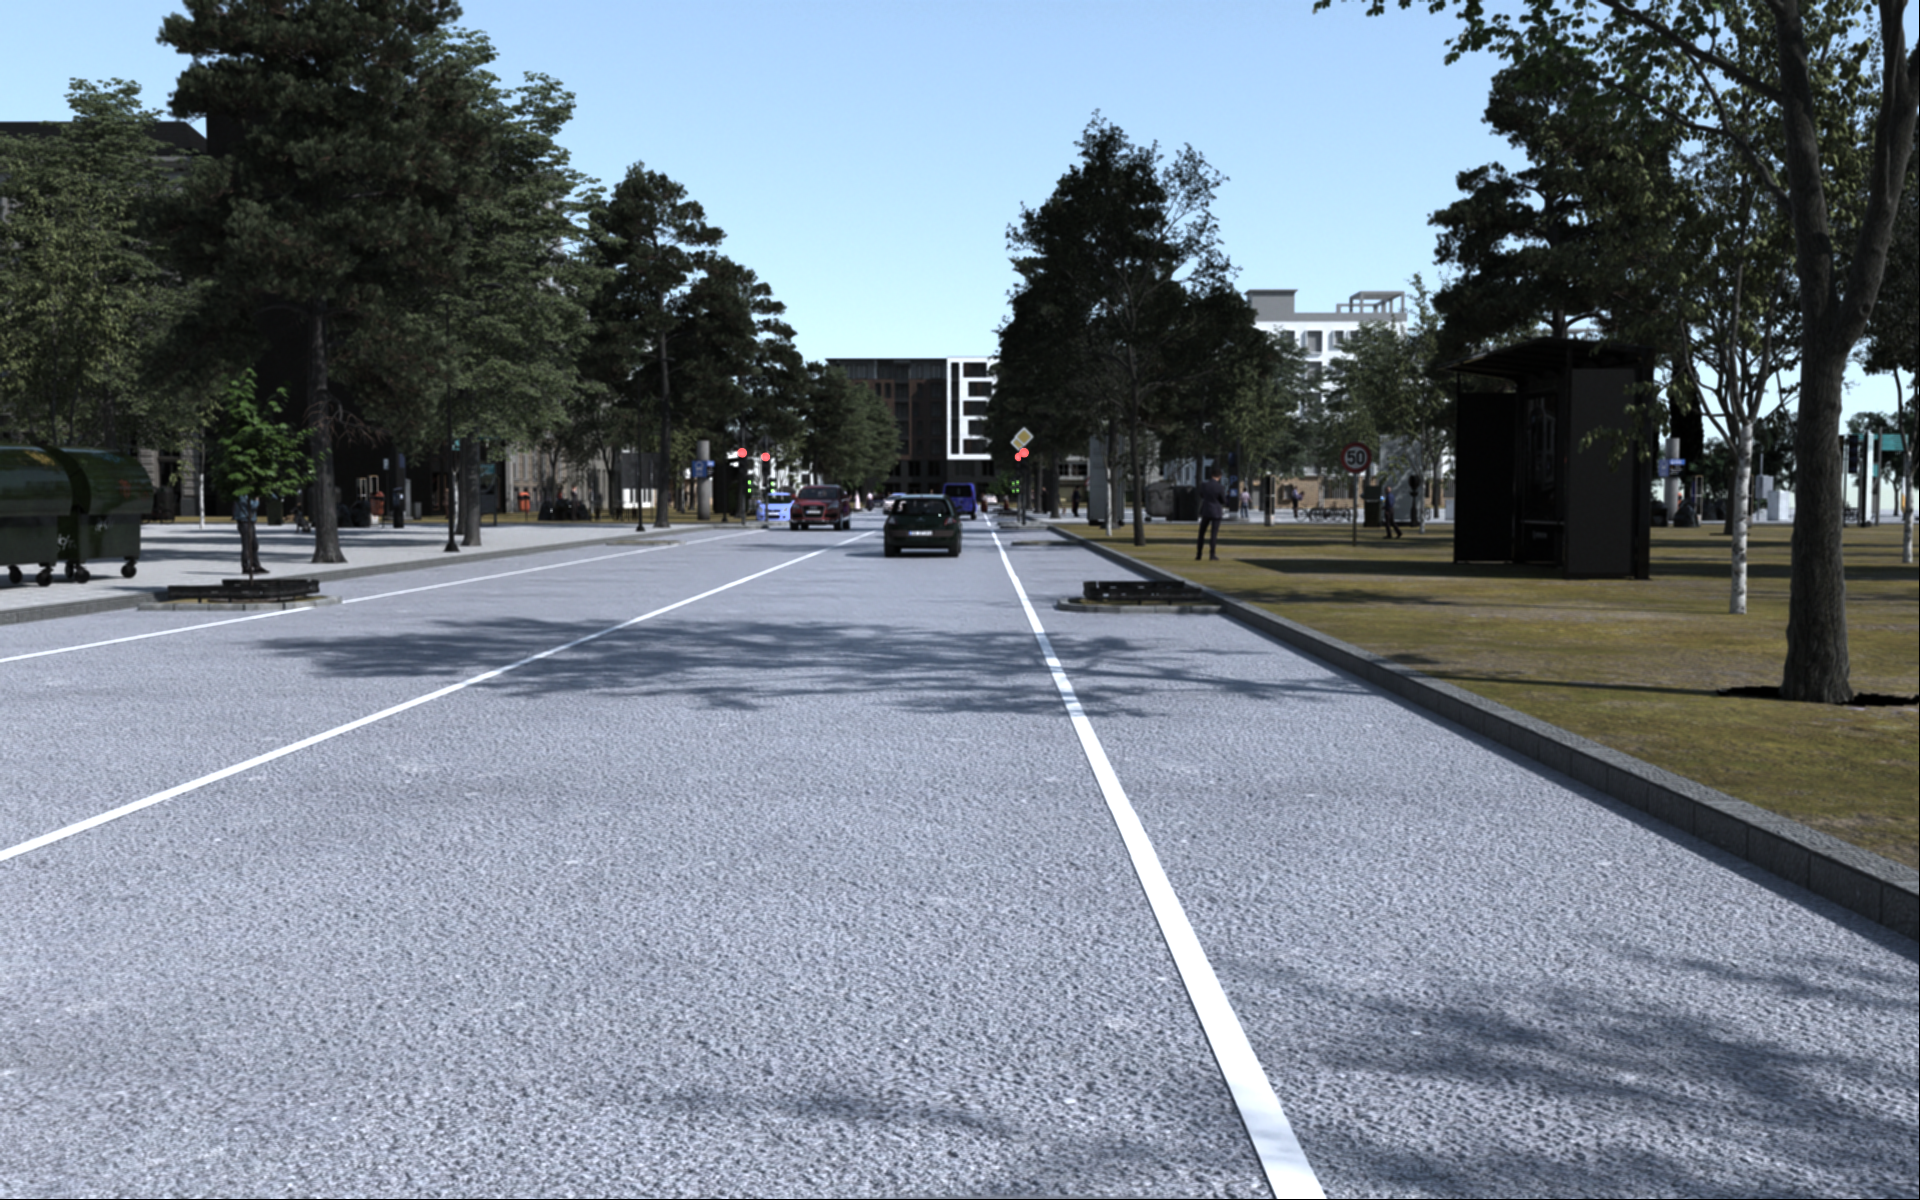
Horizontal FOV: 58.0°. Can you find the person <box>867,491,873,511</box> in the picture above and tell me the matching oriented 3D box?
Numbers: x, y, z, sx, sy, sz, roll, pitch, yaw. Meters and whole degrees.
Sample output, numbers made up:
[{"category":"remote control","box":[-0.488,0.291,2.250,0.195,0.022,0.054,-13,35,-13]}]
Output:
[{"category":"person","box":[-7.599,-8.289,144.966,0.756,1.711,0.436,-3,5,-44]}]

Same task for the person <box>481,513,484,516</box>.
[{"category":"person","box":[-27.908,-5.769,101.171,0.742,1.727,0.445,-2,4,-34]}]

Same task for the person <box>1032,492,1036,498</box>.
[{"category":"person","box":[6.019,-8.529,148.682,0.799,1.438,0.628,-3,5,-40]}]

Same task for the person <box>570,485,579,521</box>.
[{"category":"person","box":[-18.093,-4.560,81.398,0.445,1.727,0.742,-1,4,-19]}]

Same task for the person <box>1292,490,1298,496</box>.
[{"category":"person","box":[23.727,-7.049,122.754,0.517,1.644,0.566,2,4,31]}]

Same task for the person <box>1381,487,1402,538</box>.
[{"category":"person","box":[12.526,-2.560,50.587,0.574,1.496,0.600,-2,4,-32]}]

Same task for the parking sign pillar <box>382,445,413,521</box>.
[{"category":"parking sign pillar","box":[-26.963,-5.777,82.930,1.447,3.967,1.447,-2,4,-33]}]

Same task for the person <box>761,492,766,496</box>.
[{"category":"person","box":[-17.825,-9.420,160.136,1.350,1.814,0.705,0,4,2]}]

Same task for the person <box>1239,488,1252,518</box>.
[{"category":"person","box":[13.403,-4.502,81.612,0.963,1.587,0.435,-1,4,-19]}]

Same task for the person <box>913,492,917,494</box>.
[{"category":"person","box":[-1.964,-3.947,75.495,0.387,1.526,0.523,-2,4,-31]}]

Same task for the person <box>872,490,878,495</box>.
[{"category":"person","box":[-10.214,-12.196,206.228,1.217,1.735,0.721,0,4,2]}]

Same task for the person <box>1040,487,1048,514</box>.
[{"category":"person","box":[5.492,-6.523,113.380,0.565,1.739,0.600,3,5,43]}]

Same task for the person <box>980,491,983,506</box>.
[{"category":"person","box":[2.207,-9.684,167.521,0.721,1.739,1.217,-1,4,-17]}]

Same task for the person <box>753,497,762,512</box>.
[{"category":"person","box":[-12.872,-6.318,109.898,0.434,1.755,0.990,2,4,35]}]

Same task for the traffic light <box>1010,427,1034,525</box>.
[{"category":"traffic light","box":[2.619,-5.033,71.529,0.839,4.213,0.868,0,4,0]}]

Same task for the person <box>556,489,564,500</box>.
[{"category":"person","box":[-27.250,-6.758,118.238,0.593,1.614,0.444,3,5,42]}]

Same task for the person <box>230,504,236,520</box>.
[{"category":"person","box":[-35.281,-4.771,84.500,0.683,1.767,0.568,-3,5,-43]}]

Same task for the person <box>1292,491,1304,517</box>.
[{"category":"person","box":[18.587,-5.254,95.177,0.697,1.427,0.421,-1,4,-16]}]

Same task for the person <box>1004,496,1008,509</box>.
[{"category":"person","box":[3.938,-8.322,147.036,0.523,1.526,0.387,3,5,43]}]

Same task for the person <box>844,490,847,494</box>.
[{"category":"person","box":[-15.167,-13.535,227.216,0.709,1.838,0.599,-2,4,-26]}]

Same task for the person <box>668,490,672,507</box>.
[{"category":"person","box":[-28.809,-10.066,171.542,0.530,1.710,0.541,-2,4,-24]}]

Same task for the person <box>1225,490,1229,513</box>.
[{"category":"person","box":[18.469,-6.830,120.087,0.546,1.535,0.453,-2,4,-27]}]

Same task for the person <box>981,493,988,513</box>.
[{"category":"person","box":[1.844,-7.304,130.390,0.523,1.526,0.387,1,4,19]}]

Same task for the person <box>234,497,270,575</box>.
[{"category":"person","box":[-11.290,-1.178,27.508,0.429,1.552,0.499,0,4,3]}]

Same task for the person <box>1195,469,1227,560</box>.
[{"category":"person","box":[4.890,-1.660,33.633,0.683,1.767,0.568,2,4,29]}]

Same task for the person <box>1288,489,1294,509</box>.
[{"category":"person","box":[28.656,-8.742,149.501,0.750,1.759,0.617,0,4,-4]}]

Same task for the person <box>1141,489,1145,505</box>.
[{"category":"person","box":[21.194,-11.875,200.286,0.705,1.812,1.348,2,4,29]}]

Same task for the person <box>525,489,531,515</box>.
[{"category":"person","box":[-26.596,-6.049,106.642,0.444,1.614,0.593,0,4,5]}]

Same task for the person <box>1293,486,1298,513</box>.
[{"category":"person","box":[23.280,-6.951,119.561,0.599,1.838,0.709,0,4,-4]}]

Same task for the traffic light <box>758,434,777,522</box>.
[{"category":"traffic light","box":[-8.872,-5.526,79.598,0.839,4.213,0.868,0,4,0]}]

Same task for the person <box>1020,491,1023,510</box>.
[{"category":"person","box":[5.122,-8.214,142.561,0.429,1.552,0.499,1,4,14]}]

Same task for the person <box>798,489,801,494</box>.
[{"category":"person","box":[-14.921,-9.522,162.532,0.445,1.727,0.742,3,4,37]}]

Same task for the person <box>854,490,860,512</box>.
[{"category":"person","box":[-8.109,-7.736,135.656,0.621,1.740,0.551,0,4,-6]}]

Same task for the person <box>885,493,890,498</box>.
[{"category":"person","box":[-6.135,-8.389,147.935,0.482,1.546,0.388,-3,5,-42]}]

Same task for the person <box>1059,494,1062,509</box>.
[{"category":"person","box":[8.569,-8.638,149.811,0.613,1.512,0.480,1,4,14]}]

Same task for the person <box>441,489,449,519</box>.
[{"category":"person","box":[-26.265,-4.903,88.483,0.388,1.546,0.482,3,5,39]}]

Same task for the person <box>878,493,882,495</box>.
[{"category":"person","box":[-10.456,-13.500,226.738,0.705,1.831,1.348,3,4,39]}]

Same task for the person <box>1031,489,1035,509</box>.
[{"category":"person","box":[6.383,-8.944,153.201,0.541,1.710,0.530,1,4,12]}]

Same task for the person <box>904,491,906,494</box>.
[{"category":"person","box":[-7.329,-13.587,230.631,1.348,1.826,0.705,1,4,9]}]

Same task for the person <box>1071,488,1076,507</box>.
[{"category":"person","box":[9.577,-8.480,145.222,0.617,1.759,0.750,0,4,-1]}]

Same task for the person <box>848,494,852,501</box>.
[{"category":"person","box":[-7.636,-6.451,117.206,0.697,1.427,0.421,2,4,27]}]

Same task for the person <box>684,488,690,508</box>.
[{"category":"person","box":[-25.569,-9.508,161.525,1.348,1.821,0.705,-1,4,-21]}]

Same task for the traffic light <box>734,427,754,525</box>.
[{"category":"traffic light","box":[-8.942,-5.038,71.614,0.839,4.213,0.868,0,4,0]}]

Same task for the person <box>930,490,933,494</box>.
[{"category":"person","box":[-2.294,-7.793,136.465,0.990,1.755,0.434,-1,4,-17]}]

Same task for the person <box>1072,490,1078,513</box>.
[{"category":"person","box":[7.687,-6.570,115.933,0.387,1.526,0.523,1,4,13]}]

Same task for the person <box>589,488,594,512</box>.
[{"category":"person","box":[-25.888,-7.014,121.635,0.530,1.710,0.541,1,4,16]}]

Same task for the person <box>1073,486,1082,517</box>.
[{"category":"person","box":[6.643,-5.558,97.629,0.504,1.737,0.576,1,4,16]}]
